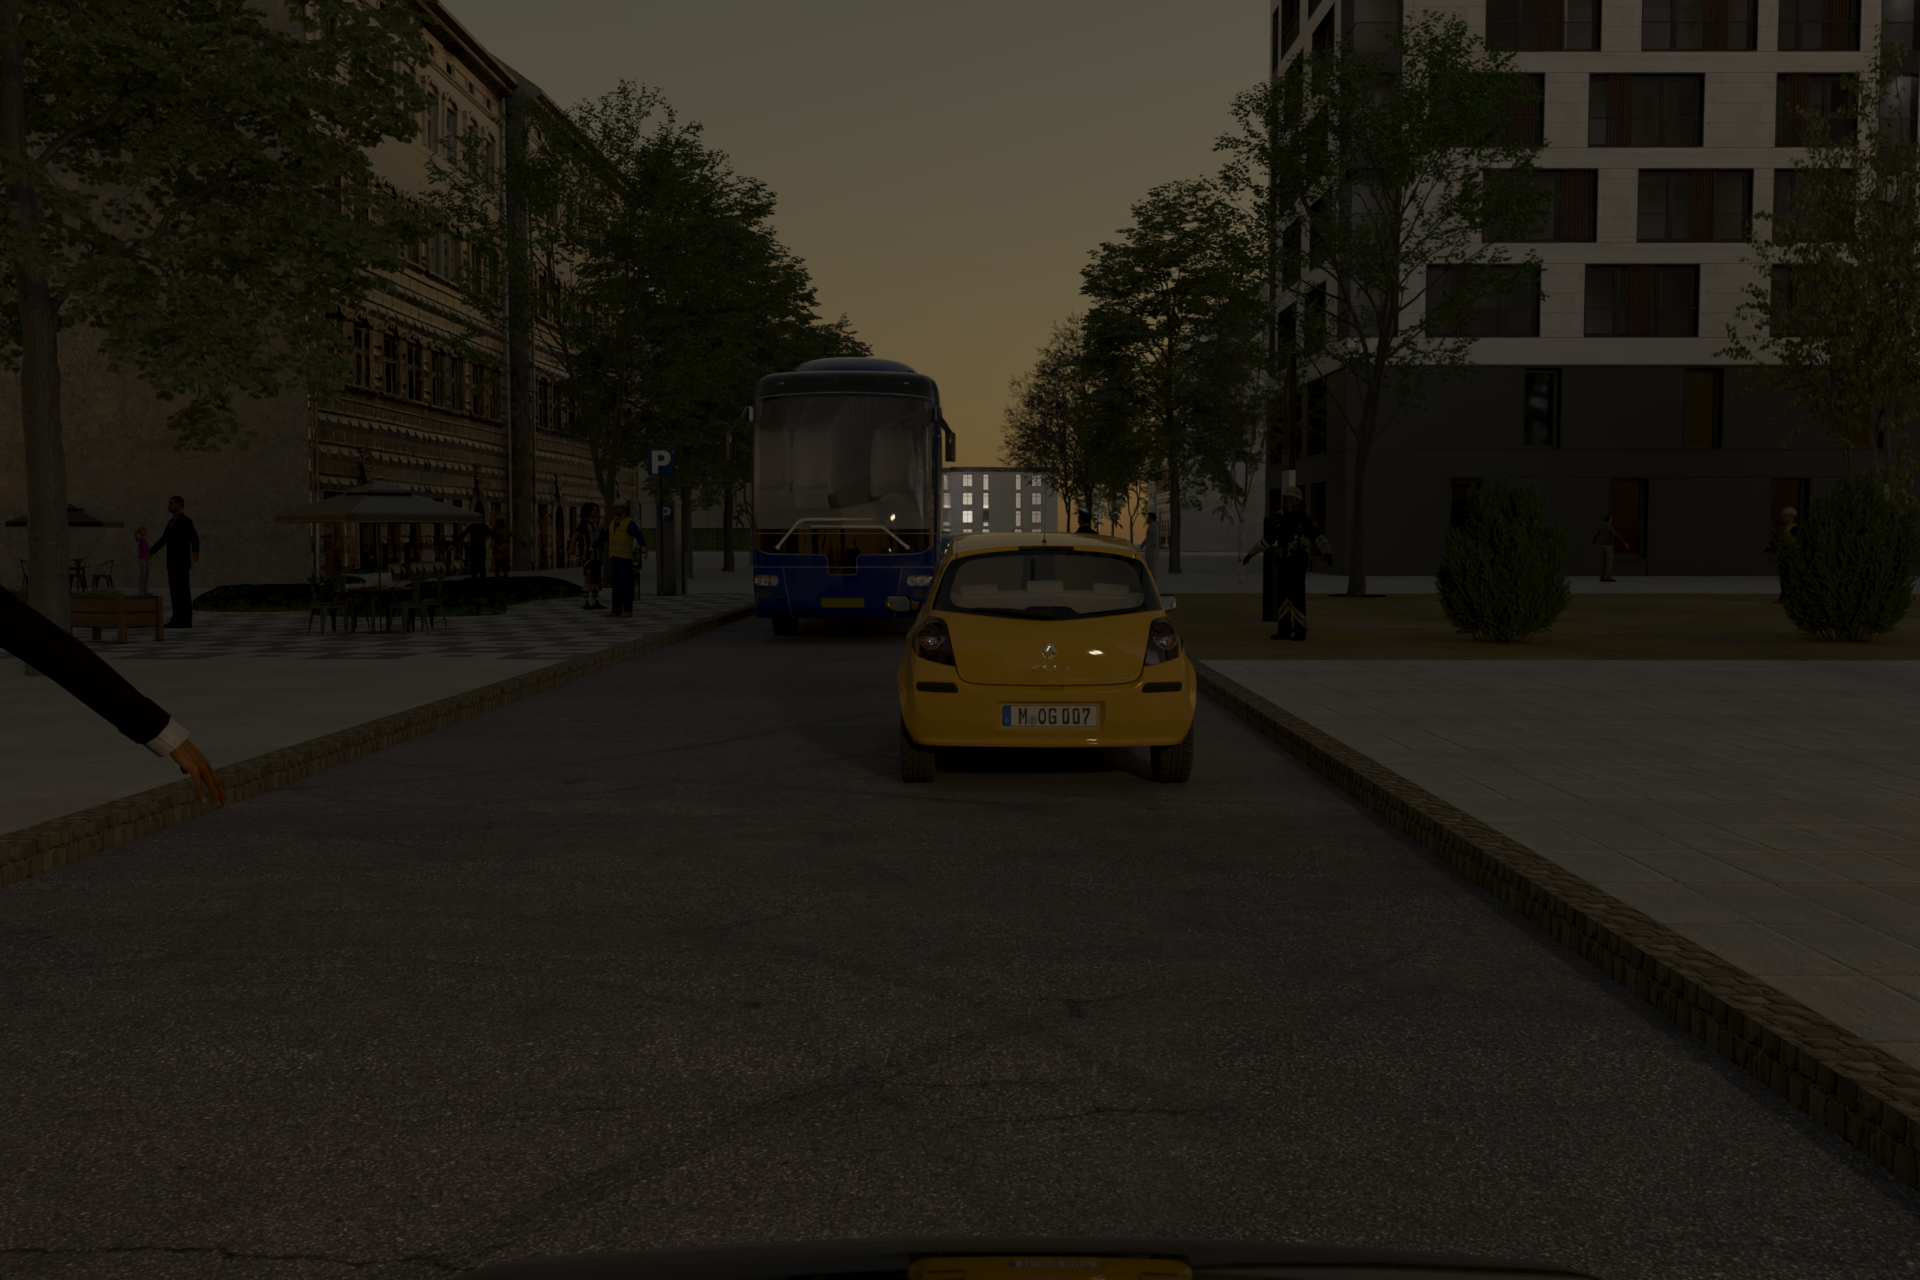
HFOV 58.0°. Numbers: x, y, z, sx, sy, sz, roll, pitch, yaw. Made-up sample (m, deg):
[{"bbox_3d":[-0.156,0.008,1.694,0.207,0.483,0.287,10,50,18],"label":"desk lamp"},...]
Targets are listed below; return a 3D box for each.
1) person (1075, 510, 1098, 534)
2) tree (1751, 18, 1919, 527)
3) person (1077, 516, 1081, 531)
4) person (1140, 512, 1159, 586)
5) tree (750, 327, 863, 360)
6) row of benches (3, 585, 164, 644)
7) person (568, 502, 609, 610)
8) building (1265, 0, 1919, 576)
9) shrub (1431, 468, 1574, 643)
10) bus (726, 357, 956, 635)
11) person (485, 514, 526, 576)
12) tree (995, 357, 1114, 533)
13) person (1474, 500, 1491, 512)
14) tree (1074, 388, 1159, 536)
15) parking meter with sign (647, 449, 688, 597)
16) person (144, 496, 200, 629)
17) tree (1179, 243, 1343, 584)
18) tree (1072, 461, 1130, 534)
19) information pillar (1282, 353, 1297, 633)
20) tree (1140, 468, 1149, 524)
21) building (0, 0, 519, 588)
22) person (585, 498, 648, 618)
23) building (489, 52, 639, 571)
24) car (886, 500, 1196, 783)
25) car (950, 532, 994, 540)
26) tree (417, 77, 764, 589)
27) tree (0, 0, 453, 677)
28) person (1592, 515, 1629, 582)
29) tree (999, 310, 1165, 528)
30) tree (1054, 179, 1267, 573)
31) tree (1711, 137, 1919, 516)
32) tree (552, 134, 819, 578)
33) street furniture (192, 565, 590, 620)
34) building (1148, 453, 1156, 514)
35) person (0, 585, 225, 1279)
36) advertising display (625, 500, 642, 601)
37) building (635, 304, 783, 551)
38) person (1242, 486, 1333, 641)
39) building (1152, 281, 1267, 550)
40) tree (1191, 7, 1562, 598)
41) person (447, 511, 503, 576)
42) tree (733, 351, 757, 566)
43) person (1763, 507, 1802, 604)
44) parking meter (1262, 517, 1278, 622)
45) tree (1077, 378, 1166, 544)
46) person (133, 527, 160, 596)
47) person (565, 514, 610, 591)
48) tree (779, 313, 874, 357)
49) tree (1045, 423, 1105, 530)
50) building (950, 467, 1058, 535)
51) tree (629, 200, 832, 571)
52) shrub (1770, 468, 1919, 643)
[{"bbox_3d":[2.113,-1.307,29.755,1.347,1.837,0.705,-3,4,-37],"label":"person"},{"bbox_3d":[13.973,-4.597,25.516,4.737,8.622,4.395,0,3,0],"label":"tree"},{"bbox_3d":[3.712,-2.901,53.364,0.705,1.837,1.347,2,4,32],"label":"person"},{"bbox_3d":[4.615,-2.189,41.978,0.705,1.806,1.347,0,4,-7],"label":"person"},{"bbox_3d":[-7.789,-9.809,86.137,9.928,11.665,9.643,0,3,0],"label":"tree"},{"bbox_3d":[-11.554,-0.347,21.130,4.104,0.672,1.422,1,4,21],"label":"row of benches"},{"bbox_3d":[-6.248,-1.427,29.479,0.704,1.843,1.345,2,4,28],"label":"person"},{"bbox_3d":[25.663,-13.726,68.398,27.936,21.610,32.646,0,3,0],"label":"building"},{"bbox_3d":[6.440,-1.010,20.560,1.661,2.075,1.752,0,3,0],"label":"shrub"},{"bbox_3d":[-1.475,-2.223,27.885,2.896,3.916,12.251,0,4,0],"label":"bus"},{"bbox_3d":[-13.072,-2.667,49.374,1.354,1.858,0.705,-2,4,-27],"label":"person"},{"bbox_3d":[7.273,-12.622,116.745,12.009,13.543,11.850,0,3,0],"label":"tree"},{"bbox_3d":[7.685,-1.206,25.569,0.705,1.847,1.347,2,4,33],"label":"person"},{"bbox_3d":[7.528,-8.090,82.631,4.737,8.622,4.395,0,3,0],"label":"tree"},{"bbox_3d":[-6.075,-2.447,36.276,0.543,3.016,1.738,0,4,2],"label":"parking meter with sign"},{"bbox_3d":[-10.689,-1.064,23.629,1.346,1.802,0.704,3,4,38],"label":"person"},{"bbox_3d":[7.065,-5.757,44.492,4.360,8.622,3.978,0,3,0],"label":"tree"},{"bbox_3d":[17.297,-18.005,212.510,7.486,12.596,7.792,0,3,0],"label":"tree"},{"bbox_3d":[4.301,-1.915,22.662,0.183,3.616,0.504,0,4,0],"label":"information pillar"},{"bbox_3d":[25.999,-18.200,215.689,7.486,12.596,7.792,0,3,0],"label":"tree"},{"bbox_3d":[-24.505,-13.355,49.275,19.493,23.208,18.063,0,3,0],"label":"building"},{"bbox_3d":[-5.234,-1.264,26.629,1.349,1.833,0.705,3,4,36],"label":"person"},{"bbox_3d":[-23.836,-14.519,68.313,19.493,23.208,18.063,0,4,1],"label":"building"},{"bbox_3d":[0.495,-0.072,11.400,2.015,1.641,3.980,0,3,0],"label":"car"},{"bbox_3d":[0.448,-1.694,36.485,1.959,1.807,4.718,0,4,1],"label":"car"},{"bbox_3d":[-8.444,-7.041,40.869,9.928,11.665,9.643,0,3,0],"label":"tree"},{"bbox_3d":[-8.765,-5.957,15.520,7.486,12.596,7.792,0,3,0],"label":"tree"},{"bbox_3d":[17.387,-2.459,46.470,0.705,1.796,1.348,-1,4,-21],"label":"person"},{"bbox_3d":[7.063,-11.283,94.854,12.009,13.543,11.850,0,3,0],"label":"tree"},{"bbox_3d":[6.679,-8.445,56.205,7.486,12.596,7.792,0,3,0],"label":"tree"},{"bbox_3d":[16.217,-4.962,31.492,4.737,8.622,4.395,0,3,0],"label":"tree"},{"bbox_3d":[-8.027,-8.083,50.287,7.486,12.596,7.792,0,3,0],"label":"tree"},{"bbox_3d":[-9.807,-0.934,30.899,5.734,0.657,10.072,0,4,1],"label":"street furniture"},{"bbox_3d":[24.041,-13.849,168.574,9.099,9.664,28.070,0,4,1],"label":"building"},{"bbox_3d":[-2.002,0.366,3.200,1.216,1.740,0.721,0,4,-7],"label":"person"},{"bbox_3d":[-6.290,-1.721,33.345,0.123,1.923,0.974,0,4,2],"label":"advertising display"},{"bbox_3d":[-24.153,-17.276,148.919,16.747,18.905,31.486,0,4,1],"label":"building"},{"bbox_3d":[3.991,-0.926,20.912,0.705,1.856,1.354,-3,5,-39],"label":"person"},{"bbox_3d":[26.563,-19.204,144.906,19.493,23.208,18.063,0,4,0],"label":"building"},{"bbox_3d":[8.245,-6.678,34.936,9.928,11.665,9.643,0,3,0],"label":"tree"},{"bbox_3d":[-10.879,-2.008,39.010,1.347,1.806,0.705,-3,5,-43],"label":"person"},{"bbox_3d":[-8.175,-7.251,68.924,4.737,8.622,4.395,0,3,0],"label":"tree"},{"bbox_3d":[15.138,-1.553,31.857,0.721,1.772,1.216,0,4,-2],"label":"person"},{"bbox_3d":[4.643,-1.043,25.468,0.372,1.533,0.369,0,3,0],"label":"parking meter"},{"bbox_3d":[7.863,-7.781,77.581,4.360,8.622,3.978,0,3,0],"label":"tree"},{"bbox_3d":[-16.784,-1.619,35.733,0.599,1.433,0.991,0,4,0],"label":"person"},{"bbox_3d":[-8.275,-2.011,39.009,0.705,1.813,1.348,3,5,40],"label":"person"},{"bbox_3d":[-7.836,-11.753,98.821,9.857,13.997,8.962,0,3,0],"label":"tree"},{"bbox_3d":[7.309,-9.422,104.407,4.737,8.622,4.395,0,3,0],"label":"tree"},{"bbox_3d":[-1.825,-16.400,212.741,28.070,9.664,9.099,0,4,-6],"label":"building"},{"bbox_3d":[-7.584,-8.648,59.520,7.486,12.596,7.792,0,3,0],"label":"tree"},{"bbox_3d":[10.615,-1.017,20.667,1.661,2.075,1.752,0,3,0],"label":"shrub"}]
